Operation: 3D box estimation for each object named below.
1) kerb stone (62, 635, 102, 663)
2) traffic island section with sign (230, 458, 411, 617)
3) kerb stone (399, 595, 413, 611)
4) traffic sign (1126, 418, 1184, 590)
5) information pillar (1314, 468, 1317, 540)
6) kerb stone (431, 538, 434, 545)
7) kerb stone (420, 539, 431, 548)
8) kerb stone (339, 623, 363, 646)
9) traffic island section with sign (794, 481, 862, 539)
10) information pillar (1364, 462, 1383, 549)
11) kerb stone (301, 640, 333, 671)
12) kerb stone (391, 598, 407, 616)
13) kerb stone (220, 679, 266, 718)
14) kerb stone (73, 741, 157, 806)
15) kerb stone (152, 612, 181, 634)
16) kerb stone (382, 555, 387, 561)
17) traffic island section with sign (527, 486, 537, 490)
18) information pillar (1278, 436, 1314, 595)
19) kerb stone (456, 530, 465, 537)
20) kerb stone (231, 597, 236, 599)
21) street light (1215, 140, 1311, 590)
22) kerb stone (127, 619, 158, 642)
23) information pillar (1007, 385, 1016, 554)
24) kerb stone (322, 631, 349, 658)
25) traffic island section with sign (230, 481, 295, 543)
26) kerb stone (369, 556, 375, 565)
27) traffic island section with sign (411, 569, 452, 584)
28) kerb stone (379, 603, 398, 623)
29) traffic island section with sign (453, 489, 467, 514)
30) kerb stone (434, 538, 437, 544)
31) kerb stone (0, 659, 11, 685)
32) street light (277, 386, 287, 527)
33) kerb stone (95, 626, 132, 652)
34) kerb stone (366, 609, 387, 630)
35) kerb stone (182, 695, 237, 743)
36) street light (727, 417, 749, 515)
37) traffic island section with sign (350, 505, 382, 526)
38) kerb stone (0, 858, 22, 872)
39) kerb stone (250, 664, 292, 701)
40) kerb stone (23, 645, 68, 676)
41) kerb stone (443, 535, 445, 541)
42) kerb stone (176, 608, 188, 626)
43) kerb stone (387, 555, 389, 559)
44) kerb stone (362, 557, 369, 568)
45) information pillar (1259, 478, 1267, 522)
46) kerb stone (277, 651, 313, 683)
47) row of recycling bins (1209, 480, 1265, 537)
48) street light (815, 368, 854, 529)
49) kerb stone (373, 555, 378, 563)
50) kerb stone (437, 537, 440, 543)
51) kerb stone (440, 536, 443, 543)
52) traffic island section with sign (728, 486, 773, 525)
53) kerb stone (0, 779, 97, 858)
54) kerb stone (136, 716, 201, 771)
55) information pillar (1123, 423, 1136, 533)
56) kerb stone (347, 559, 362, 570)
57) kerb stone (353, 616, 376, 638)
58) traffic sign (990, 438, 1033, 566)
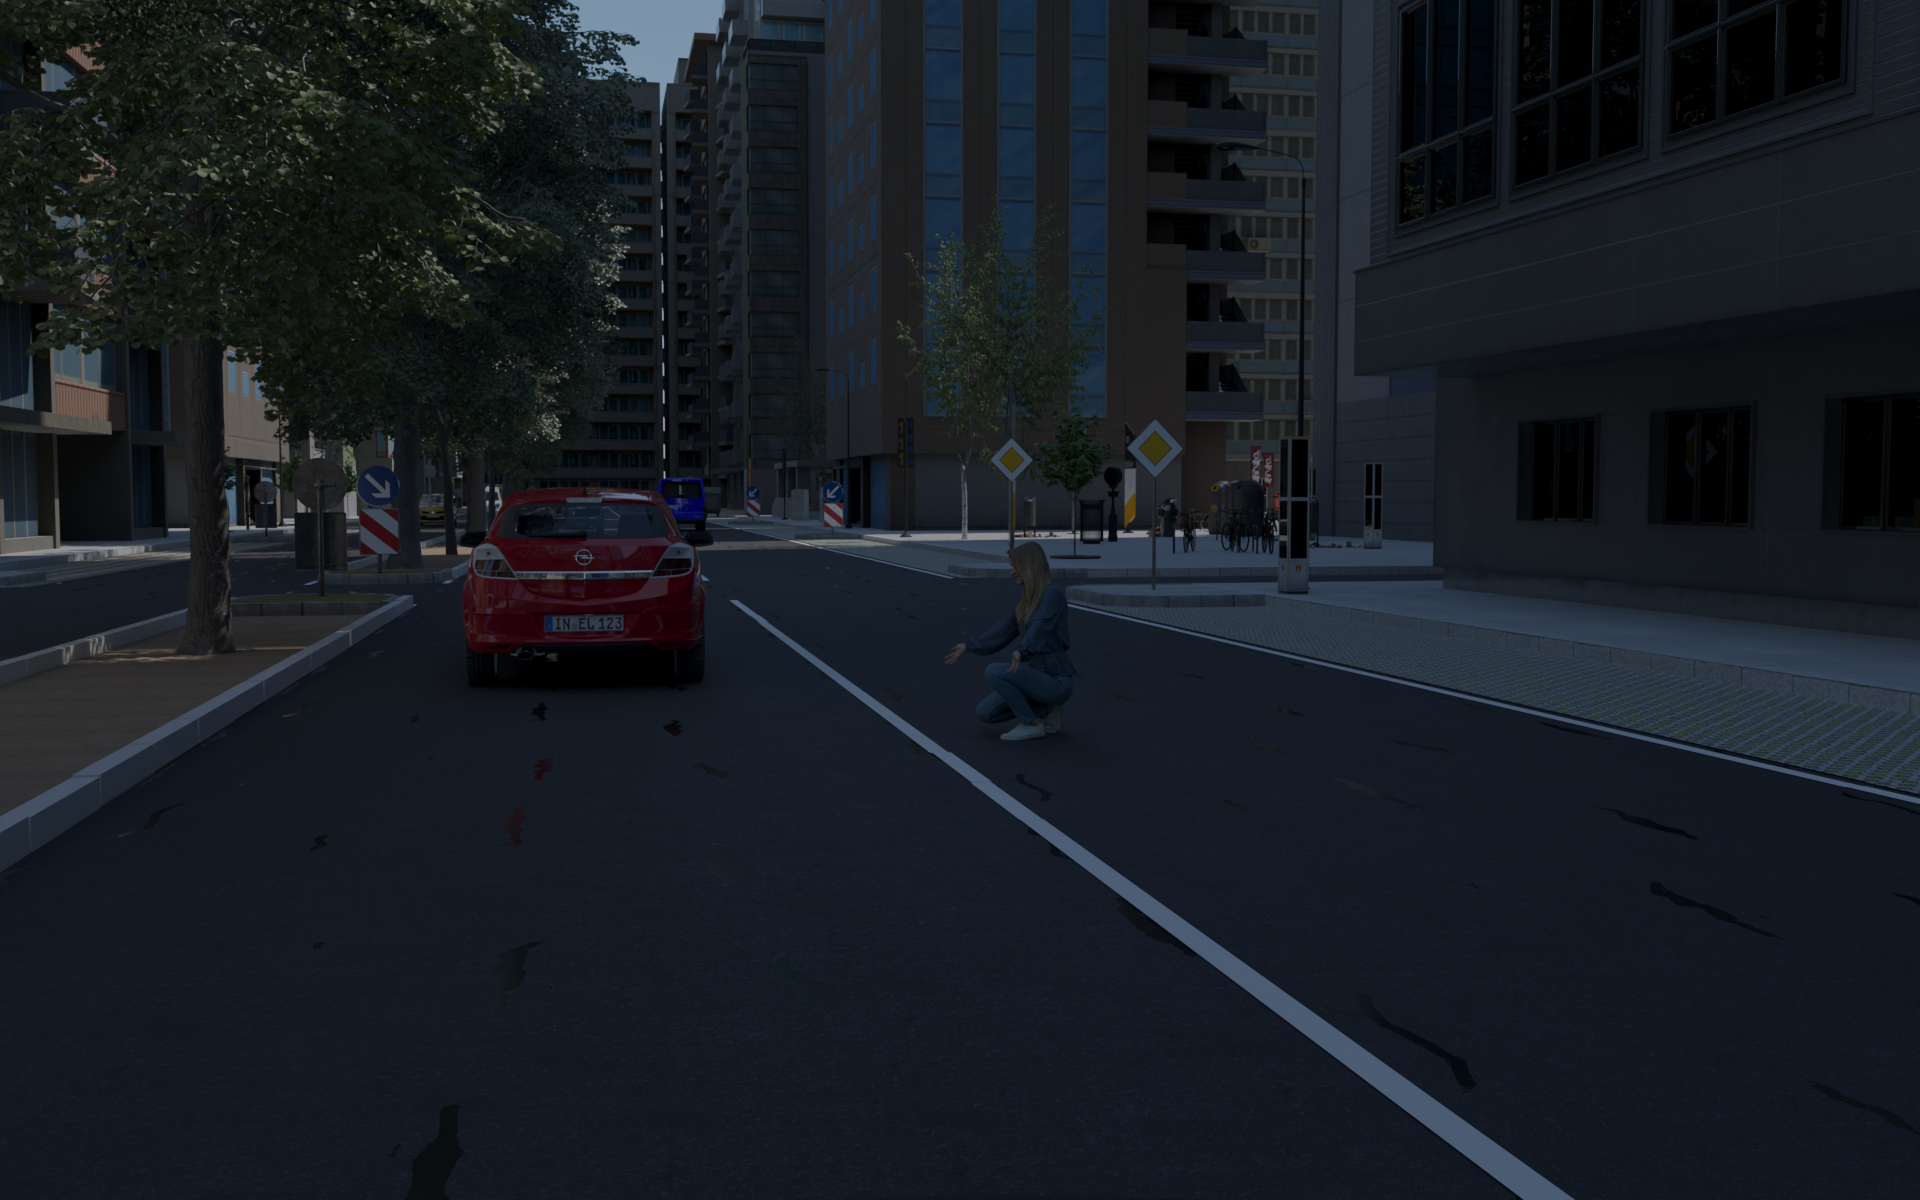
[{"bbox_3d":[-7.660,0.443,15.007,0.120,0.150,1.000,-1,4,-12],"label":"kerb stone"},{"bbox_3d":[-7.910,-0.797,21.168,2.006,1.907,1.989,-1,4,-12],"label":"traffic island section with sign"},{"bbox_3d":[-6.885,0.046,21.445,0.120,0.150,1.000,-1,4,-12],"label":"kerb stone"},{"bbox_3d":[2.586,-1.189,23.084,0.795,2.450,0.064,-1,4,-12],"label":"traffic sign"},{"bbox_3d":[9.689,-2.665,48.064,0.304,2.012,0.304,2,4,35],"label":"information pillar"},{"bbox_3d":[-14.635,-1.554,47.598,0.120,0.150,1.000,-1,4,-12],"label":"kerb stone"},{"bbox_3d":[-14.417,-1.492,46.585,0.120,0.150,1.000,-1,4,-12],"label":"kerb stone"},{"bbox_3d":[-5.818,0.356,16.433,0.120,0.150,1.000,-1,4,-12],"label":"kerb stone"},{"bbox_3d":[-4.263,-2.853,55.267,1.989,1.847,2.006,-1,4,-12],"label":"traffic island section with sign"},{"bbox_3d":[9.644,-2.197,40.415,0.304,2.012,0.304,-2,4,-32],"label":"information pillar"},{"bbox_3d":[-5.385,0.475,14.426,0.120,0.150,1.000,-1,4,-12],"label":"kerb stone"},{"bbox_3d":[-6.675,0.116,20.442,0.120,0.150,1.000,-1,4,-12],"label":"kerb stone"},{"bbox_3d":[-4.747,0.663,11.411,0.120,0.150,1.000,-1,4,-12],"label":"kerb stone"},{"bbox_3d":[-4.095,0.844,8.403,0.120,0.150,1.000,-1,4,-12],"label":"kerb stone"},{"bbox_3d":[-8.301,0.256,18.005,0.120,0.150,1.000,-1,4,-12],"label":"kerb stone"},{"bbox_3d":[-12.276,-0.879,36.565,0.120,0.150,1.000,-1,4,-12],"label":"kerb stone"},{"bbox_3d":[-25.193,-5.734,101.891,2.006,1.907,1.989,-1,4,-12],"label":"traffic island section with sign"},{"bbox_3d":[4.284,-1.084,22.214,0.304,2.012,0.304,-1,4,-15],"label":"information pillar"},{"bbox_3d":[-17.208,-2.289,59.622,0.120,0.150,1.000,-1,4,-12],"label":"kerb stone"},{"bbox_3d":[-8.942,0.072,21.016,0.120,0.150,1.000,-1,4,-12],"label":"kerb stone"},{"bbox_3d":[4.034,-3.088,23.034,1.470,5.913,1.316,-1,4,-12],"label":"street light"},{"bbox_3d":[-8.090,0.319,17.005,0.120,0.150,1.000,-1,4,-12],"label":"kerb stone"},{"bbox_3d":[1.122,-2.800,37.139,0.183,3.616,0.504,0,4,-5],"label":"information pillar"},{"bbox_3d":[-5.599,0.414,15.429,0.120,0.150,1.000,-1,4,-12],"label":"kerb stone"},{"bbox_3d":[-20.674,-2.624,51.530,1.989,1.847,2.006,-1,4,-12],"label":"traffic island section with sign"},{"bbox_3d":[-11.847,-0.748,34.554,0.120,0.150,1.000,-1,4,-12],"label":"kerb stone"},{"bbox_3d":[-9.451,-1.240,28.413,2.006,1.907,1.989,-1,4,-12],"label":"traffic island section with sign"},{"bbox_3d":[-6.458,0.173,19.439,0.120,0.150,1.000,-1,4,-12],"label":"kerb stone"},{"bbox_3d":[-36.992,-7.283,127.709,1.989,1.847,2.006,-1,4,-12],"label":"traffic island section with sign"},{"bbox_3d":[-14.851,-1.613,48.602,0.120,0.150,1.000,-1,4,-12],"label":"kerb stone"},{"bbox_3d":[-7.232,0.562,13.000,0.120,0.150,1.000,-1,4,-12],"label":"kerb stone"},{"bbox_3d":[-26.042,-5.827,67.815,1.470,5.913,1.316,-1,4,-12],"label":"street light"},{"bbox_3d":[-7.874,0.379,16.006,0.120,0.150,1.000,-1,4,-12],"label":"kerb stone"},{"bbox_3d":[-6.249,0.230,18.438,0.120,0.150,1.000,-1,4,-12],"label":"kerb stone"},{"bbox_3d":[-4.526,0.721,10.408,0.120,0.150,1.000,-1,4,-12],"label":"kerb stone"},{"bbox_3d":[-13.350,-8.069,104.471,1.470,5.913,1.316,-1,4,-12],"label":"street light"},{"bbox_3d":[-26.364,-4.251,78.139,1.989,1.847,2.006,-1,4,-12],"label":"traffic island section with sign"},{"bbox_3d":[-3.661,0.966,6.395,0.120,0.150,1.000,-1,4,-12],"label":"kerb stone"},{"bbox_3d":[-4.956,0.598,12.417,0.120,0.150,1.000,-1,4,-12],"label":"kerb stone"},{"bbox_3d":[-7.446,0.504,14.006,0.120,0.150,1.000,-1,4,-12],"label":"kerb stone"},{"bbox_3d":[-15.487,-1.799,51.602,0.120,0.150,1.000,-1,4,-12],"label":"kerb stone"},{"bbox_3d":[-8.523,0.197,19.010,0.120,0.150,1.000,-1,4,-12],"label":"kerb stone"},{"bbox_3d":[-12.493,-0.940,37.564,0.120,0.150,1.000,-1,4,-12],"label":"kerb stone"},{"bbox_3d":[-11.629,-0.695,33.555,0.120,0.150,1.000,-1,4,-12],"label":"kerb stone"},{"bbox_3d":[13.895,-4.587,79.496,0.304,2.012,0.304,-1,4,-21],"label":"information pillar"},{"bbox_3d":[-5.172,0.538,13.416,0.120,0.150,1.000,-1,4,-12],"label":"kerb stone"},{"bbox_3d":[8.552,-2.834,53.453,1.069,1.692,3.534,-1,4,-8],"label":"row of recycling bins"},{"bbox_3d":[-4.656,-5.594,64.000,1.470,5.913,1.316,-1,4,-12],"label":"street light"},{"bbox_3d":[-12.060,-0.818,35.565,0.120,0.150,1.000,-1,4,-12],"label":"kerb stone"},{"bbox_3d":[-15.069,-1.671,49.601,0.120,0.150,1.000,-1,4,-12],"label":"kerb stone"},{"bbox_3d":[-15.283,-1.736,50.601,0.120,0.150,1.000,-1,4,-12],"label":"kerb stone"},{"bbox_3d":[-9.920,-4.465,81.624,1.989,1.847,2.006,-1,4,-12],"label":"traffic island section with sign"},{"bbox_3d":[-3.874,0.912,7.395,0.120,0.150,1.000,-1,4,-12],"label":"kerb stone"},{"bbox_3d":[-4.312,0.783,9.402,0.120,0.150,1.000,-1,4,-12],"label":"kerb stone"},{"bbox_3d":[5.564,-3.996,56.690,0.183,3.616,0.504,-2,4,-32],"label":"information pillar"},{"bbox_3d":[-11.417,-0.633,32.550,0.120,0.150,1.000,-1,4,-12],"label":"kerb stone"},{"bbox_3d":[-6.033,0.294,17.432,0.120,0.150,1.000,-1,4,-12],"label":"kerb stone"},{"bbox_3d":[0.914,-1.667,30.892,0.795,2.450,0.064,-1,4,-12],"label":"traffic sign"}]
